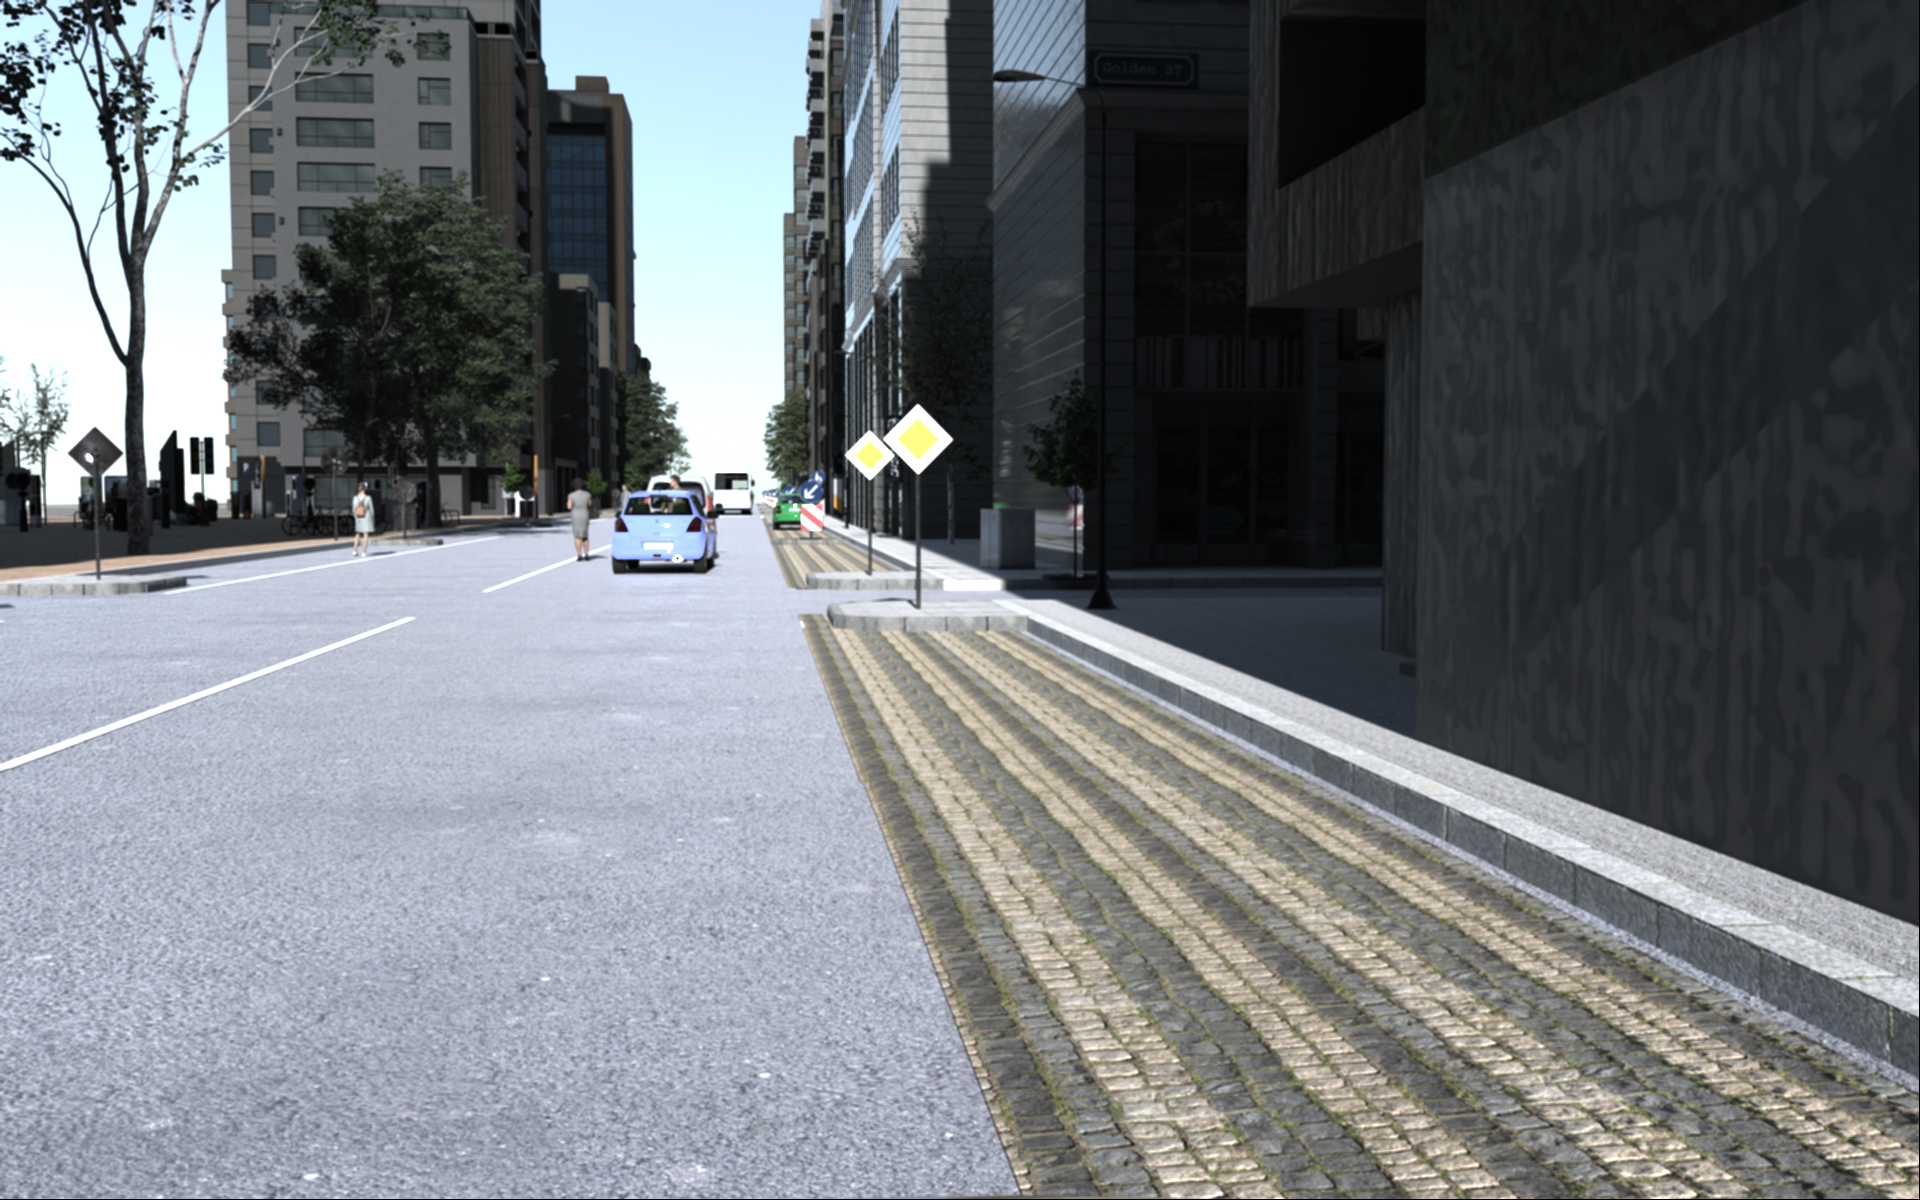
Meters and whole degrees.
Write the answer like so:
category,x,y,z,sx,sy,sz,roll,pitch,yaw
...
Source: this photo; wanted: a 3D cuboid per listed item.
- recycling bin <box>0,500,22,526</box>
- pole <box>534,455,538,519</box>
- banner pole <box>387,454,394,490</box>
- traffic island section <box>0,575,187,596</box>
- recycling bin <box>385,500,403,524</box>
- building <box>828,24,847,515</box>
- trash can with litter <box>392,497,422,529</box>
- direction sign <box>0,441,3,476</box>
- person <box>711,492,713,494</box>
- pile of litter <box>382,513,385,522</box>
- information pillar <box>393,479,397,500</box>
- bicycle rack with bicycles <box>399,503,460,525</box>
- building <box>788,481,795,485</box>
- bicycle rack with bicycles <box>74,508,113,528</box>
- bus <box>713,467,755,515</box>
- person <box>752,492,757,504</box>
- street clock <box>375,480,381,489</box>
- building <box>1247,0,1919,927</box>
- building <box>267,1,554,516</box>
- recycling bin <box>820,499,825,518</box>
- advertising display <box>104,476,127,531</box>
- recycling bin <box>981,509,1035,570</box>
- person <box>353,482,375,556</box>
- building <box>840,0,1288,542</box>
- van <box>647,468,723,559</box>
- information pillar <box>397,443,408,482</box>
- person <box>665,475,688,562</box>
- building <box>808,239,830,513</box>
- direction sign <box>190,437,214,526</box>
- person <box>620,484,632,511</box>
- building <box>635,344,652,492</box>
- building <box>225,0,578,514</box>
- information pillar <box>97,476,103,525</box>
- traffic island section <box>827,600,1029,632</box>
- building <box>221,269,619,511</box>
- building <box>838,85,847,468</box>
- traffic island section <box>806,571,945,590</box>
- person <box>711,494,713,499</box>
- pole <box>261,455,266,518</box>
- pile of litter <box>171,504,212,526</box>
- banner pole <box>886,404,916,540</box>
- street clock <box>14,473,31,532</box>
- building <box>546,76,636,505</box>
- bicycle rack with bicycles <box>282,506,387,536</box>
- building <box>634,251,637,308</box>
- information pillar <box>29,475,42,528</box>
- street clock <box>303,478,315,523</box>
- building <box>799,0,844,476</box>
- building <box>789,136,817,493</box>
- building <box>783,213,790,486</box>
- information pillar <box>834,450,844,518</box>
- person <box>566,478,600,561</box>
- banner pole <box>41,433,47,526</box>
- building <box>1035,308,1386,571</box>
category,x,y,z,sx,sy,sz,roll,pitch,yaw
recycling bin,-38.342,-3.511,69.953,0.722,1.027,0.722,3,4,37
pole,-22.114,-5.905,90.385,0.158,3.312,0.155,0,3,0
banner pole,-29.899,-6.176,90.999,0.401,3.779,0.863,1,4,9
traffic island section,-12.905,-0.221,25.902,2.009,0.180,2.903,0,4,-7
recycling bin,-24.449,-3.824,75.068,0.722,1.027,0.722,0,4,0
building,-1.491,-20.767,111.247,14.160,30.474,14.107,0,4,-7
trash can with litter,-20.273,-3.184,63.441,1.055,1.170,0.624,0,4,2
direction sign,-41.174,-5.022,74.101,0.379,3.537,0.876,0,4,-2
person,-34.343,-14.158,240.518,0.617,1.759,0.750,2,4,35
pile of litter,-26.737,-3.937,78.338,1.176,0.858,1.719,2,4,32
information pillar,-27.137,-4.831,83.486,0.304,2.012,0.304,-1,4,-10
bicycle rack with bicycles,-22.125,-3.539,71.252,2.852,0.926,2.925,2,4,26
building,-7.251,-33.288,236.132,32.217,40.220,23.993,0,4,-7
bicycle rack with bicycles,-32.221,-3.229,66.168,2.852,0.926,2.925,1,4,11
bus,-16.141,-7.863,123.423,2.948,3.499,13.247,0,4,-6
person,-28.964,-14.227,241.825,1.217,1.735,0.721,1,4,10
street clock,-29.142,-5.026,86.742,0.358,2.002,0.471,-1,4,-8
building,9.094,-14.637,11.020,14.160,30.474,14.107,0,4,-7
building,-33.133,-20.476,106.483,14.160,30.474,14.107,0,4,-7
recycling bin,-7.763,-5.027,94.742,0.722,1.027,0.722,0,4,-6
advertising display,-29.455,-3.387,60.597,0.974,1.923,0.123,1,4,12
recycling bin,0.824,-1.058,29.859,0.722,1.027,0.722,-2,4,-28
person,-13.761,-1.859,39.900,0.512,1.701,0.522,0,4,-7
building,1.930,-17.509,63.766,11.434,29.767,29.804,0,4,-7
van,-6.411,-1.988,39.522,2.013,2.044,4.112,-1,4,-9
information pillar,-25.323,-5.338,78.632,0.183,3.616,0.504,3,5,42
person,-6.071,-1.734,36.768,0.656,1.842,0.836,-2,4,-30
building,2.626,-17.651,133.627,27.650,21.520,28.899,0,4,-7
direction sign,-30.093,-4.699,68.820,0.876,3.537,0.379,-1,4,-8
person,-12.564,-3.448,64.969,0.635,1.810,0.391,2,4,34
building,-52.546,-22.434,211.830,27.650,21.520,28.899,0,4,-7
building,-38.373,-41.857,122.614,20.563,71.187,20.611,0,4,-7
information pillar,-35.778,-4.925,71.881,0.183,3.616,0.504,0,4,1
traffic island section,-0.445,0.180,19.342,2.009,0.180,2.903,0,4,-7
building,-44.629,-18.599,149.132,27.650,21.520,28.899,0,4,-7
building,1.362,-18.192,90.939,14.314,27.812,24.014,0,4,-7
traffic island section,-1.395,-0.305,27.271,2.009,0.180,2.903,0,4,-7
person,-26.495,-10.607,185.163,0.421,1.427,0.697,0,4,-7
pole,-36.577,-5.939,90.941,0.158,3.312,0.155,0,3,0
pile of litter,-31.602,-3.491,71.043,1.719,0.858,1.176,-2,4,-24
banner pole,-1.657,-3.556,48.150,0.863,3.779,0.401,0,4,-2
street clock,-31.813,-3.317,58.803,0.358,2.002,0.471,2,4,35
building,-43.126,-32.995,189.586,14.600,45.320,14.200,0,4,-7
bicycle rack with bicycles,-19.522,-2.449,53.426,2.925,0.926,2.852,0,4,3
building,-57.426,-33.360,237.320,32.217,40.220,23.993,0,4,-7
information pillar,-35.438,-3.784,66.359,0.304,2.012,0.304,0,4,6
street clock,-29.134,-4.466,77.591,0.358,2.002,0.471,3,4,37
building,-3.020,-33.196,162.365,23.786,49.044,30.456,0,4,-7
building,-12.245,-31.669,201.387,14.154,41.232,14.086,0,4,-7
building,-18.775,-34.893,254.095,14.154,41.232,14.086,0,4,-7
information pillar,-6.503,-6.203,92.776,0.504,3.616,0.183,0,4,6
person,-8.084,-1.728,37.109,0.716,1.782,0.532,-2,4,-28
banner pole,-37.272,-4.924,70.531,0.401,3.779,0.863,-2,4,-34
building,16.035,-15.760,35.175,29.804,29.767,11.434,0,4,-7
